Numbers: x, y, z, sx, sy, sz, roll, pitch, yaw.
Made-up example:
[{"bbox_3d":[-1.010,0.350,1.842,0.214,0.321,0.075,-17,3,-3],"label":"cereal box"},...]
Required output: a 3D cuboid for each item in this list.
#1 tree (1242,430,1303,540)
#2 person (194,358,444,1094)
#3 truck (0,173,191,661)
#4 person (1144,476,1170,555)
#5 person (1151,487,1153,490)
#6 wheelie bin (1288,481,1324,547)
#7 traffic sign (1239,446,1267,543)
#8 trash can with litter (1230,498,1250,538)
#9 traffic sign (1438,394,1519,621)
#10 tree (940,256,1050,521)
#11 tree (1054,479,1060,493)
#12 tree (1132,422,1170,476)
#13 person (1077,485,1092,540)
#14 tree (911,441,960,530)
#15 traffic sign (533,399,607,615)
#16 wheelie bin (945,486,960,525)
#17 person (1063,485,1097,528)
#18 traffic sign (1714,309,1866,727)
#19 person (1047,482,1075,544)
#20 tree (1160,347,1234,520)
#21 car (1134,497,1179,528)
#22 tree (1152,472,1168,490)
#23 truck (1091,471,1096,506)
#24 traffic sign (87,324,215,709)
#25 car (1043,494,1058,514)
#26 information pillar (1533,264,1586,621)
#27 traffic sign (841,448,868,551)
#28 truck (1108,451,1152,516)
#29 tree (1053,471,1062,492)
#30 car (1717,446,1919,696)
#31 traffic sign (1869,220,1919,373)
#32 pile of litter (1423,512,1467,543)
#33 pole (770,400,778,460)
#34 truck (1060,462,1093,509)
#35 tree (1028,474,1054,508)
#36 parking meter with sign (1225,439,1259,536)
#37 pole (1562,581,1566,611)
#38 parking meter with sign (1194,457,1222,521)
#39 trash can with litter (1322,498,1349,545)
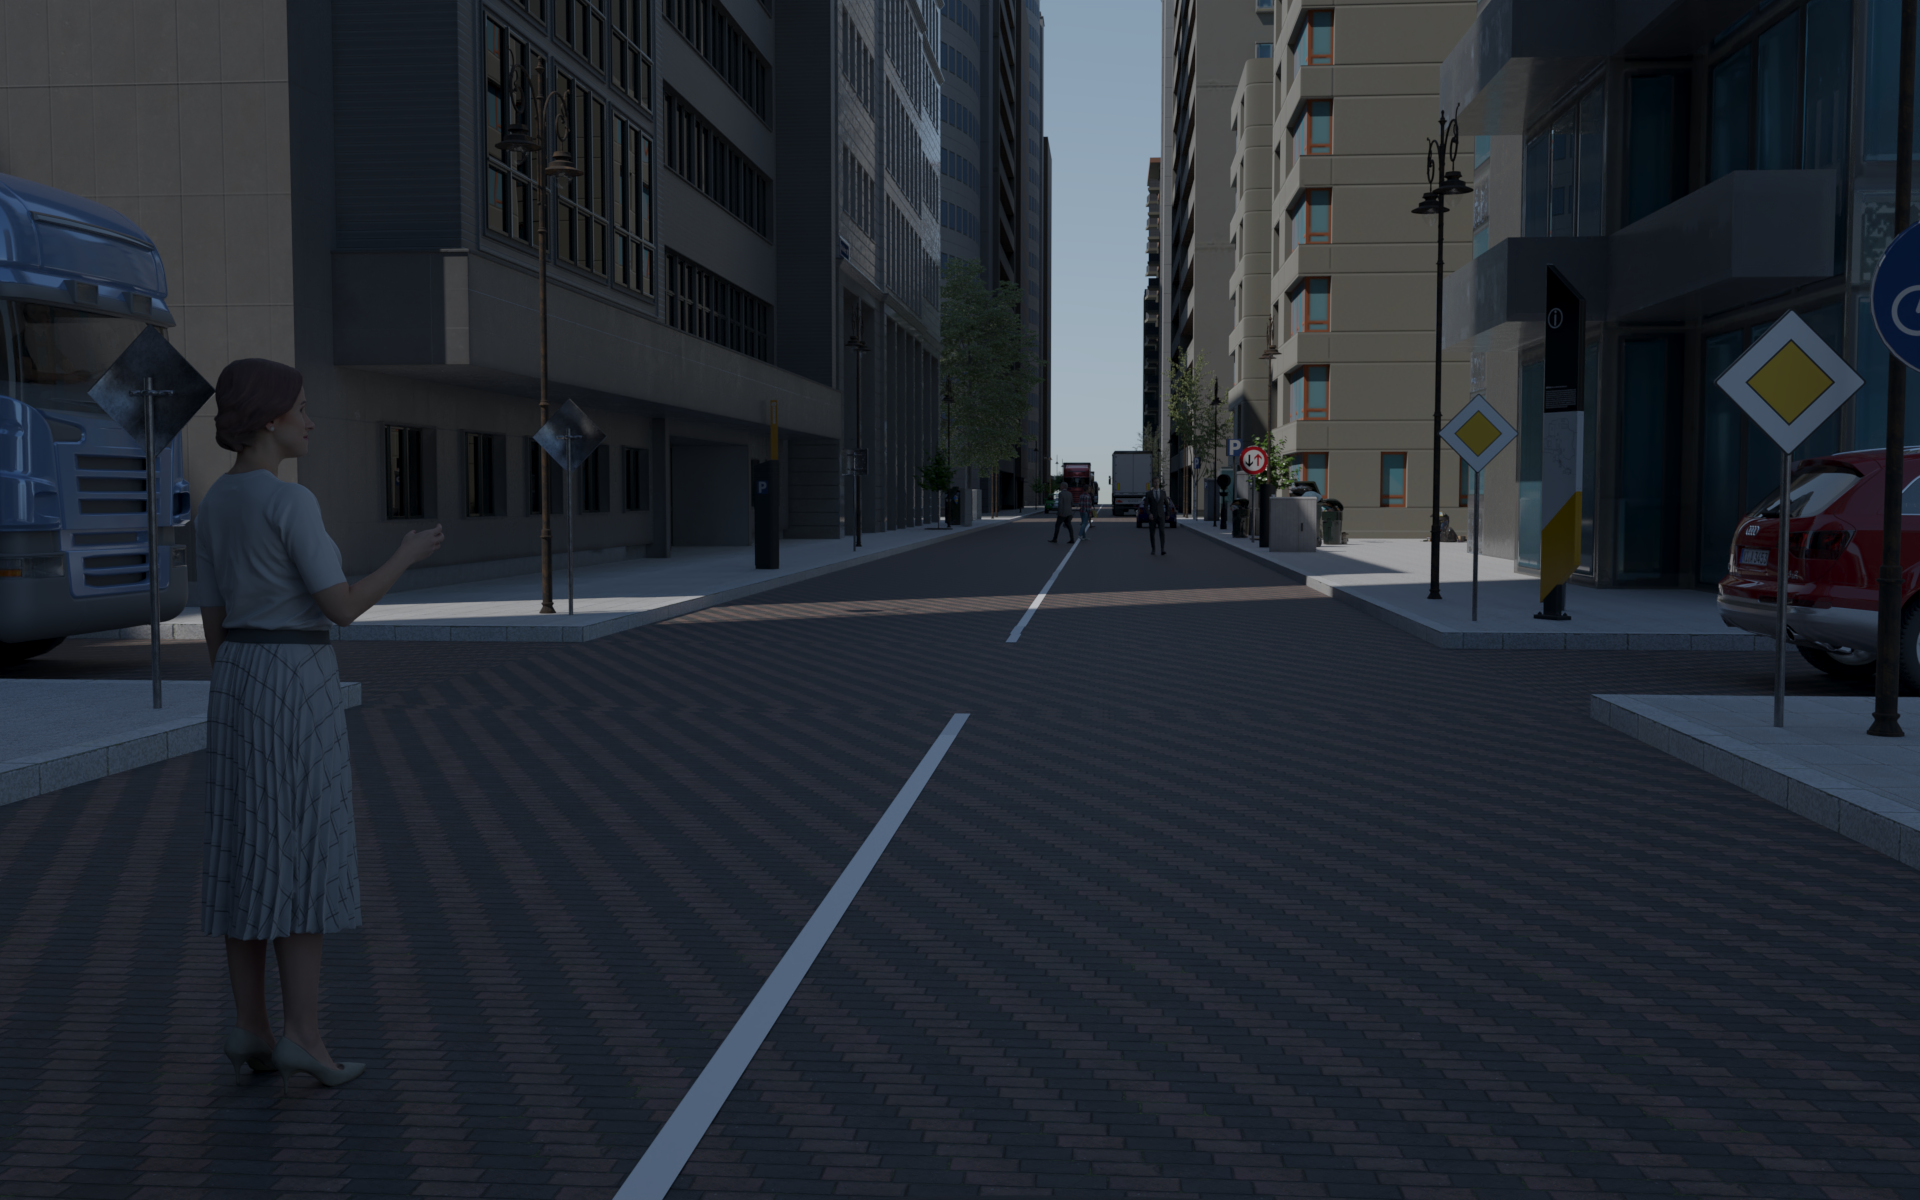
[{"bbox_3d":[8.477,-3.274,48.131,1.663,3.219,1.824,0,3,0],"label":"tree"},{"bbox_3d":[-1.592,0.295,4.249,0.480,1.755,0.524,2,4,30],"label":"person"},{"bbox_3d":[-15.272,-1.497,14.239,18.799,4.110,2.967,0,4,4],"label":"truck"},{"bbox_3d":[4.668,-1.993,40.856,0.659,1.850,0.755,0,4,-3],"label":"person"},{"bbox_3d":[9.964,-4.924,89.341,0.374,1.781,0.599,1,4,13],"label":"person"},{"bbox_3d":[8.342,-2.075,41.838,0.693,1.594,0.980,-3,5,-39],"label":"wheelie bin"},{"bbox_3d":[7.757,-2.794,45.781,0.768,2.556,0.104,1,4,14],"label":"traffic sign"},{"bbox_3d":[8.153,-2.415,50.876,0.624,1.170,1.055,0,4,-1],"label":"trash can with litter"},{"bbox_3d":[5.196,-0.844,17.436,0.795,2.450,0.064,0,4,5],"label":"traffic sign"},{"bbox_3d":[0.406,-10.114,83.492,7.486,12.596,7.792,0,3,0],"label":"tree"},{"bbox_3d":[9.917,-11.864,188.583,1.663,3.219,1.824,0,3,0],"label":"tree"},{"bbox_3d":[19.661,-13.849,176.787,4.360,8.622,3.978,0,3,0],"label":"tree"},{"bbox_3d":[3.853,-2.713,53.689,0.643,1.720,0.563,-2,4,-24],"label":"person"},{"bbox_3d":[-0.778,-4.159,62.594,1.663,3.219,1.824,0,3,0],"label":"tree"},{"bbox_3d":[-4.112,-0.894,18.259,0.795,2.450,0.064,0,4,5],"label":"traffic sign"},{"bbox_3d":[-0.185,-3.881,71.360,0.693,1.594,0.980,-1,4,-23],"label":"wheelie bin"},{"bbox_3d":[5.117,-3.980,73.790,1.509,1.804,0.699,-1,4,-8],"label":"person"},{"bbox_3d":[4.508,-0.357,9.481,0.795,2.450,0.064,0,4,5],"label":"traffic sign"},{"bbox_3d":[2.965,-2.537,50.371,0.834,1.777,0.661,2,4,34],"label":"person"},{"bbox_3d":[11.909,-8.323,86.437,4.737,8.622,4.395,0,3,0],"label":"tree"},{"bbox_3d":[8.443,-3.788,74.517,1.945,1.354,3.894,0,4,6],"label":"car"},{"bbox_3d":[17.060,-9.513,150.146,1.663,3.219,1.824,0,3,0],"label":"tree"},{"bbox_3d":[15.382,-13.799,214.524,2.839,4.237,11.283,0,4,3],"label":"truck"},{"bbox_3d":[-4.800,-0.407,10.303,0.795,2.450,0.064,0,4,5],"label":"traffic sign"},{"bbox_3d":[7.199,-7.326,128.580,1.959,1.807,4.718,0,4,5],"label":"car"},{"bbox_3d":[6.093,-1.601,17.534,0.183,3.616,0.504,-2,4,-24],"label":"information pillar"},{"bbox_3d":[-2.357,-2.237,38.703,0.606,2.300,0.079,1,4,10],"label":"traffic sign"},{"bbox_3d":[11.528,-7.837,117.041,2.839,4.237,11.283,0,4,4],"label":"truck"},{"bbox_3d":[14.199,-16.030,245.805,4.285,4.588,4.351,0,3,0],"label":"tree"},{"bbox_3d":[8.423,-0.243,12.644,5.304,1.827,2.281,0,4,5],"label":"car"},{"bbox_3d":[4.472,-0.472,7.817,0.768,2.556,0.104,1,4,9],"label":"traffic sign"},{"bbox_3d":[13.047,-1.983,46.379,1.176,0.858,1.719,-1,4,-10],"label":"pile of litter"},{"bbox_3d":[-4.033,-2.678,37.633,0.158,3.312,0.155,0,3,0],"label":"pole"},{"bbox_3d":[10.479,-10.160,155.030,2.839,4.237,11.283,0,4,4],"label":"truck"},{"bbox_3d":[7.429,-10.310,163.165,1.663,3.219,1.824,0,3,0],"label":"tree"},{"bbox_3d":[8.946,-3.528,53.949,0.543,3.016,1.738,-1,4,-21],"label":"parking meter with sign"},{"bbox_3d":[6.592,-1.539,19.009,0.158,3.312,0.155,0,3,0],"label":"pole"},{"bbox_3d":[12.007,-5.265,82.341,1.738,3.016,0.543,-1,4,-21],"label":"parking meter with sign"},{"bbox_3d":[9.495,-1.997,44.032,0.624,1.170,1.055,2,4,30],"label":"trash can with litter"}]
